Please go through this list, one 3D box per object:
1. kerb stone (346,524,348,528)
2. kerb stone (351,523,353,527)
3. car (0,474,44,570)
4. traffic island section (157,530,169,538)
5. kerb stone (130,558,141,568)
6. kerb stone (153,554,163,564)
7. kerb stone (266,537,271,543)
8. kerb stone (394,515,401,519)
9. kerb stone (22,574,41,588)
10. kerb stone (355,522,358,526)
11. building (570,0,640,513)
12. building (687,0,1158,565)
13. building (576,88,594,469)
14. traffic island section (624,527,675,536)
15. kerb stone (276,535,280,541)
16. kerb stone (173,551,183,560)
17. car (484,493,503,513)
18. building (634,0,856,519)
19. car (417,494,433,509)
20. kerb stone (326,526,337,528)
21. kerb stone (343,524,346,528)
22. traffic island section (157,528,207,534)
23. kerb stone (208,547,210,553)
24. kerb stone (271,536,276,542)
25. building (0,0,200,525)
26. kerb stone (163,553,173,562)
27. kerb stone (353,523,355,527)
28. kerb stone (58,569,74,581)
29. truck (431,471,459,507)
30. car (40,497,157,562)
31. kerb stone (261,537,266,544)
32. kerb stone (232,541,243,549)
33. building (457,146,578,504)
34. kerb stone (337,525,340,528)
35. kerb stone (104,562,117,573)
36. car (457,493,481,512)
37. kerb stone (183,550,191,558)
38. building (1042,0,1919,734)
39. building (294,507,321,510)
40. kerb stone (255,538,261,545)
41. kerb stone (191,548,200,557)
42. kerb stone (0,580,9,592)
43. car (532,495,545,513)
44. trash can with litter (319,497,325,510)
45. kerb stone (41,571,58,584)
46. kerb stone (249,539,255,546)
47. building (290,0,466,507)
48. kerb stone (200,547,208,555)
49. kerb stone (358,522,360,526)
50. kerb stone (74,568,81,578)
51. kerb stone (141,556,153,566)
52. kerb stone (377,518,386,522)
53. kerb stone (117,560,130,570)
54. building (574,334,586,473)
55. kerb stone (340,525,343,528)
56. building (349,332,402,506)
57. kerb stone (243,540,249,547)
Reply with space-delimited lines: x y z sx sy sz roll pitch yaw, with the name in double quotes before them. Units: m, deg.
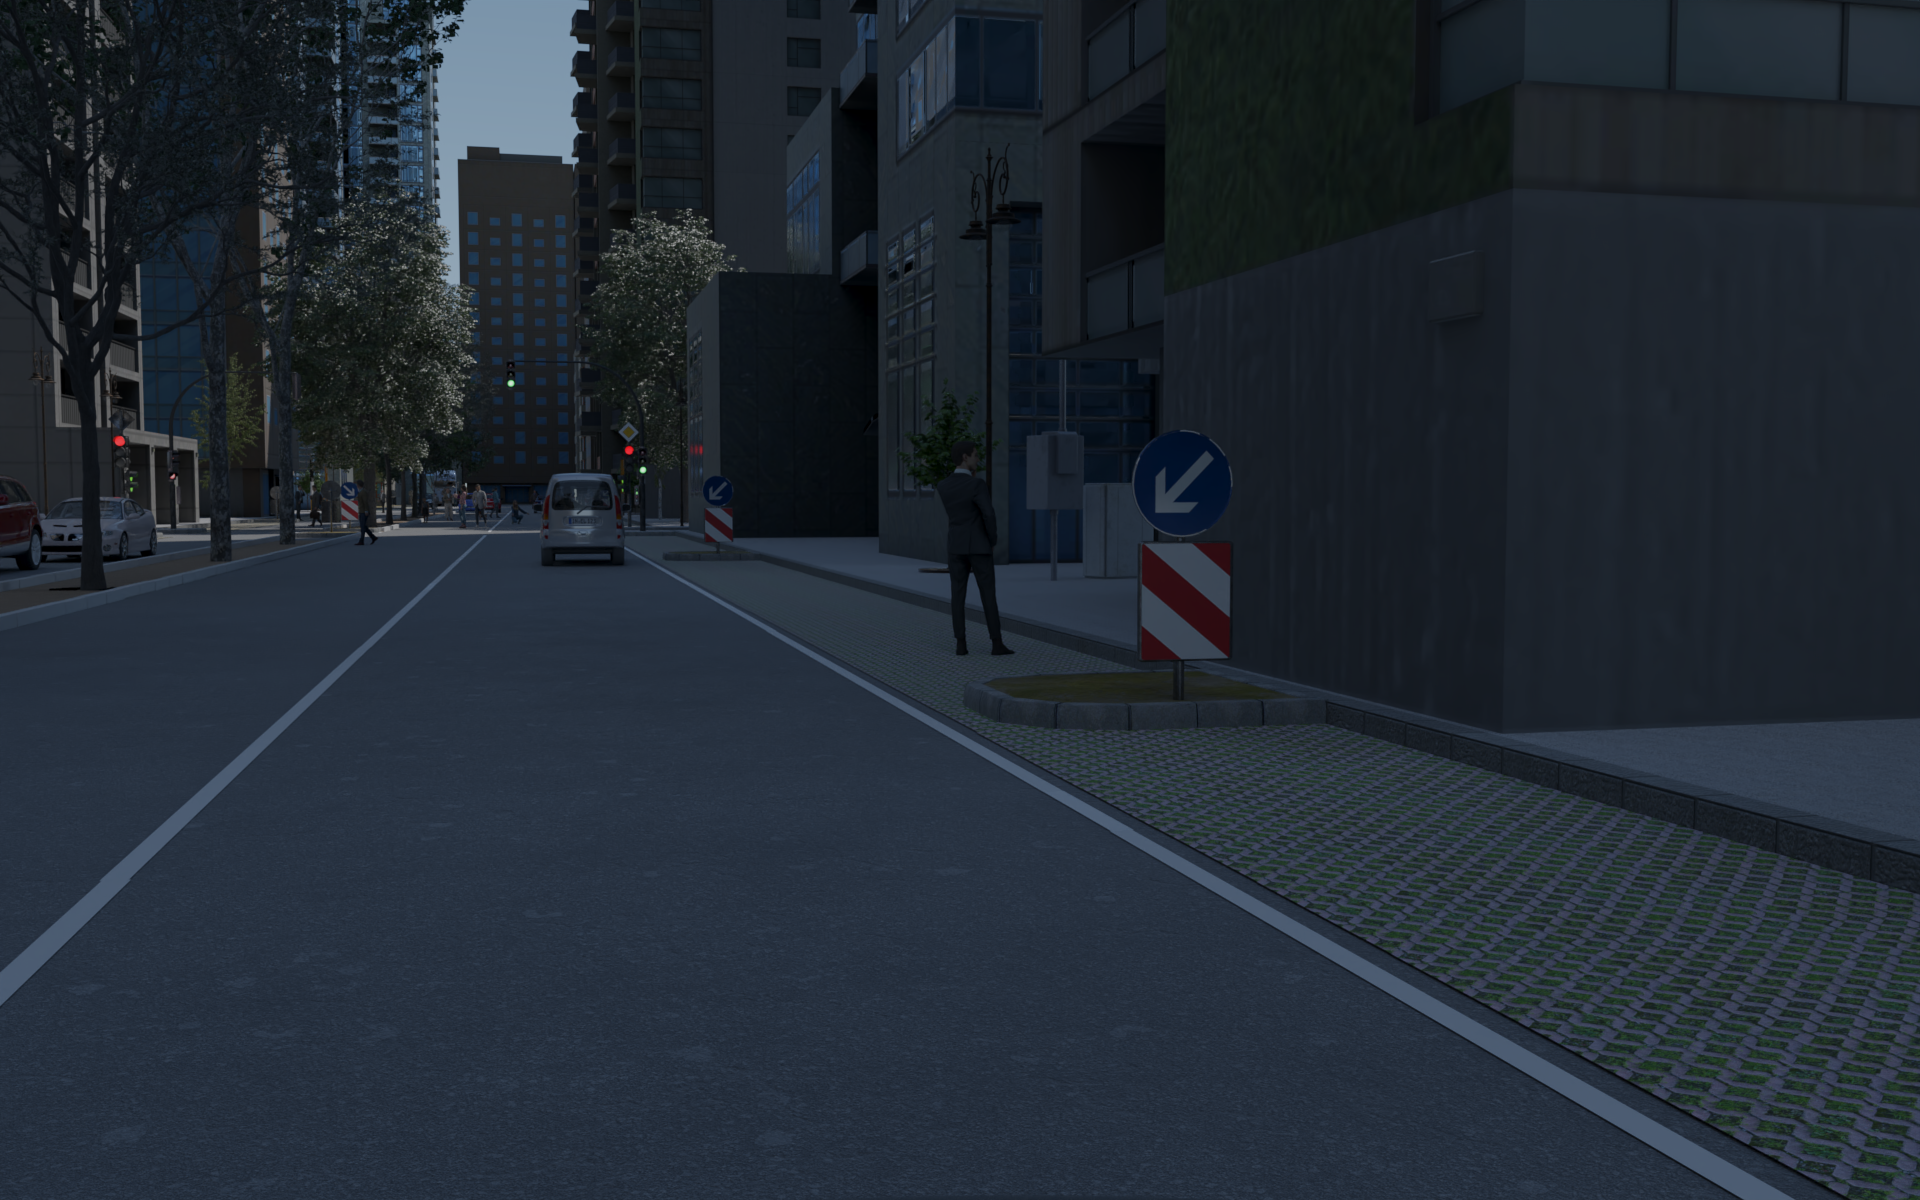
"kerb stone" -25.625 -3.041 71.928 0.120 0.150 1.000 -1 4 -14
"kerb stone" -26.125 -3.163 73.917 0.120 0.150 1.000 -1 4 -14
"car" -18.055 -1.364 30.974 2.281 1.827 5.304 -1 4 -13
"traffic island section" -27.011 -2.059 55.944 2.009 0.180 2.903 -1 4 -14
"kerb stone" -16.110 -0.698 33.604 0.120 0.150 1.000 -1 4 -14
"kerb stone" -16.606 -0.819 35.588 0.120 0.150 1.000 -1 4 -14
"kerb stone" -20.314 -1.733 50.542 0.120 0.150 1.000 -1 4 -14
"kerb stone" -33.053 -4.864 101.768 0.120 0.150 1.000 -1 4 -14
"kerb stone" -14.373 -0.263 26.628 0.120 0.150 1.000 -1 4 -14
"kerb stone" -26.613 -3.285 75.902 0.120 0.150 1.000 -1 4 -14
"building" -17.304 -28.984 128.514 22.147 44.769 28.867 -1 4 -14
"building" 5.074 -44.828 45.608 22.319 86.520 31.000 -1 4 -14
"building" -32.021 -32.475 181.084 14.600 45.320 14.200 -1 4 -14
"traffic island section" -10.955 -2.302 59.914 2.009 0.180 2.903 -1 4 -14
"kerb stone" -20.814 -1.855 52.531 0.120 0.150 1.000 -1 4 -14
"kerb stone" -17.093 -0.941 37.589 0.120 0.150 1.000 -1 4 -14
"car" -36.105 -7.566 132.745 2.155 1.783 4.494 -1 4 -15
"building" -11.191 -19.925 97.481 14.160 30.474 14.107 -1 4 -14
"car" -50.048 -9.313 162.059 2.009 1.686 4.222 -1 4 -14
"kerb stone" -24.640 -2.798 67.943 0.120 0.150 1.000 -1 4 -14
"kerb stone" -25.382 -2.981 70.935 0.120 0.150 1.000 -1 4 -14
"traffic island section" -28.937 -2.533 63.695 2.009 0.180 2.903 -1 4 -14
"kerb stone" -18.088 -1.184 41.562 0.120 0.150 1.000 -1 4 -14
"kerb stone" -20.564 -1.794 51.535 0.120 0.150 1.000 -1 4 -14
"building" -43.113 -38.584 69.109 20.563 71.187 20.611 -1 4 -14
"kerb stone" -16.850 -0.879 36.596 0.120 0.150 1.000 -1 4 -14
"kerb stone" -26.370 -3.220 74.909 0.120 0.150 1.000 -1 4 -14
"kerb stone" -14.874 -0.393 28.624 0.120 0.150 1.000 -1 4 -14
"truck" -60.153 -13.028 202.761 2.967 4.110 18.799 -1 4 -16
"car" -19.091 -1.583 38.240 2.083 1.381 4.827 -1 4 -13
"kerb stone" -20.076 -1.673 49.548 0.120 0.150 1.000 -1 4 -14
"kerb stone" -19.077 -1.428 45.548 0.120 0.150 1.000 -1 4 -14
"building" -57.863 -35.289 227.085 14.200 45.320 14.600 -1 4 -14
"kerb stone" -24.885 -2.859 68.945 0.120 0.150 1.000 -1 4 -14
"kerb stone" -15.613 -0.572 31.619 0.120 0.150 1.000 -1 4 -14
"car" -34.628 -6.920 122.728 1.945 1.707 3.694 -1 4 -15
"kerb stone" -17.351 -1.002 38.582 0.120 0.150 1.000 -1 4 -14
"building" 8.062 -20.350 16.321 14.154 41.232 14.086 -1 4 -14
"building" -63.527 -51.007 146.630 22.319 86.520 31.000 -1 4 -14
"kerb stone" -19.822 -1.611 48.553 0.120 0.150 1.000 -1 4 -14
"kerb stone" -17.593 -1.063 39.576 0.120 0.150 1.000 -1 4 -14
"kerb stone" -14.137 -0.201 25.633 0.120 0.150 1.000 -1 4 -14
"car" -31.053 -7.164 129.714 1.945 1.354 3.894 -1 4 -14
"trash can with litter" -49.673 -7.529 134.490 1.055 1.170 0.624 -2 4 -26
"kerb stone" -14.629 -0.332 27.629 0.120 0.150 1.000 -1 4 -14
"kerb stone" -19.573 -1.551 47.552 0.120 0.150 1.000 -1 4 -14
"building" -80.953 -55.751 224.204 31.000 86.520 22.319 -1 4 -14
"kerb stone" -17.841 -1.124 40.570 0.120 0.150 1.000 -1 4 -14
"kerb stone" -26.863 -3.346 76.904 0.120 0.150 1.000 -1 4 -14
"kerb stone" -15.122 -0.454 29.617 0.120 0.150 1.000 -1 4 -14
"kerb stone" -16.352 -0.759 34.598 0.120 0.150 1.000 -1 4 -14
"kerb stone" -30.323 -4.195 90.826 0.120 0.150 1.000 -1 4 -14
"kerb stone" -15.865 -0.637 32.610 0.120 0.150 1.000 -1 4 -14
"building" -30.956 -21.973 204.293 27.650 21.520 28.899 -1 4 -14
"kerb stone" -25.137 -2.918 69.940 0.120 0.150 1.000 -1 4 -14
"building" -78.347 -21.271 192.826 28.899 21.520 27.650 -1 4 -14
"kerb stone" -19.325 -1.488 46.557 0.120 0.150 1.000 -1 4 -14
